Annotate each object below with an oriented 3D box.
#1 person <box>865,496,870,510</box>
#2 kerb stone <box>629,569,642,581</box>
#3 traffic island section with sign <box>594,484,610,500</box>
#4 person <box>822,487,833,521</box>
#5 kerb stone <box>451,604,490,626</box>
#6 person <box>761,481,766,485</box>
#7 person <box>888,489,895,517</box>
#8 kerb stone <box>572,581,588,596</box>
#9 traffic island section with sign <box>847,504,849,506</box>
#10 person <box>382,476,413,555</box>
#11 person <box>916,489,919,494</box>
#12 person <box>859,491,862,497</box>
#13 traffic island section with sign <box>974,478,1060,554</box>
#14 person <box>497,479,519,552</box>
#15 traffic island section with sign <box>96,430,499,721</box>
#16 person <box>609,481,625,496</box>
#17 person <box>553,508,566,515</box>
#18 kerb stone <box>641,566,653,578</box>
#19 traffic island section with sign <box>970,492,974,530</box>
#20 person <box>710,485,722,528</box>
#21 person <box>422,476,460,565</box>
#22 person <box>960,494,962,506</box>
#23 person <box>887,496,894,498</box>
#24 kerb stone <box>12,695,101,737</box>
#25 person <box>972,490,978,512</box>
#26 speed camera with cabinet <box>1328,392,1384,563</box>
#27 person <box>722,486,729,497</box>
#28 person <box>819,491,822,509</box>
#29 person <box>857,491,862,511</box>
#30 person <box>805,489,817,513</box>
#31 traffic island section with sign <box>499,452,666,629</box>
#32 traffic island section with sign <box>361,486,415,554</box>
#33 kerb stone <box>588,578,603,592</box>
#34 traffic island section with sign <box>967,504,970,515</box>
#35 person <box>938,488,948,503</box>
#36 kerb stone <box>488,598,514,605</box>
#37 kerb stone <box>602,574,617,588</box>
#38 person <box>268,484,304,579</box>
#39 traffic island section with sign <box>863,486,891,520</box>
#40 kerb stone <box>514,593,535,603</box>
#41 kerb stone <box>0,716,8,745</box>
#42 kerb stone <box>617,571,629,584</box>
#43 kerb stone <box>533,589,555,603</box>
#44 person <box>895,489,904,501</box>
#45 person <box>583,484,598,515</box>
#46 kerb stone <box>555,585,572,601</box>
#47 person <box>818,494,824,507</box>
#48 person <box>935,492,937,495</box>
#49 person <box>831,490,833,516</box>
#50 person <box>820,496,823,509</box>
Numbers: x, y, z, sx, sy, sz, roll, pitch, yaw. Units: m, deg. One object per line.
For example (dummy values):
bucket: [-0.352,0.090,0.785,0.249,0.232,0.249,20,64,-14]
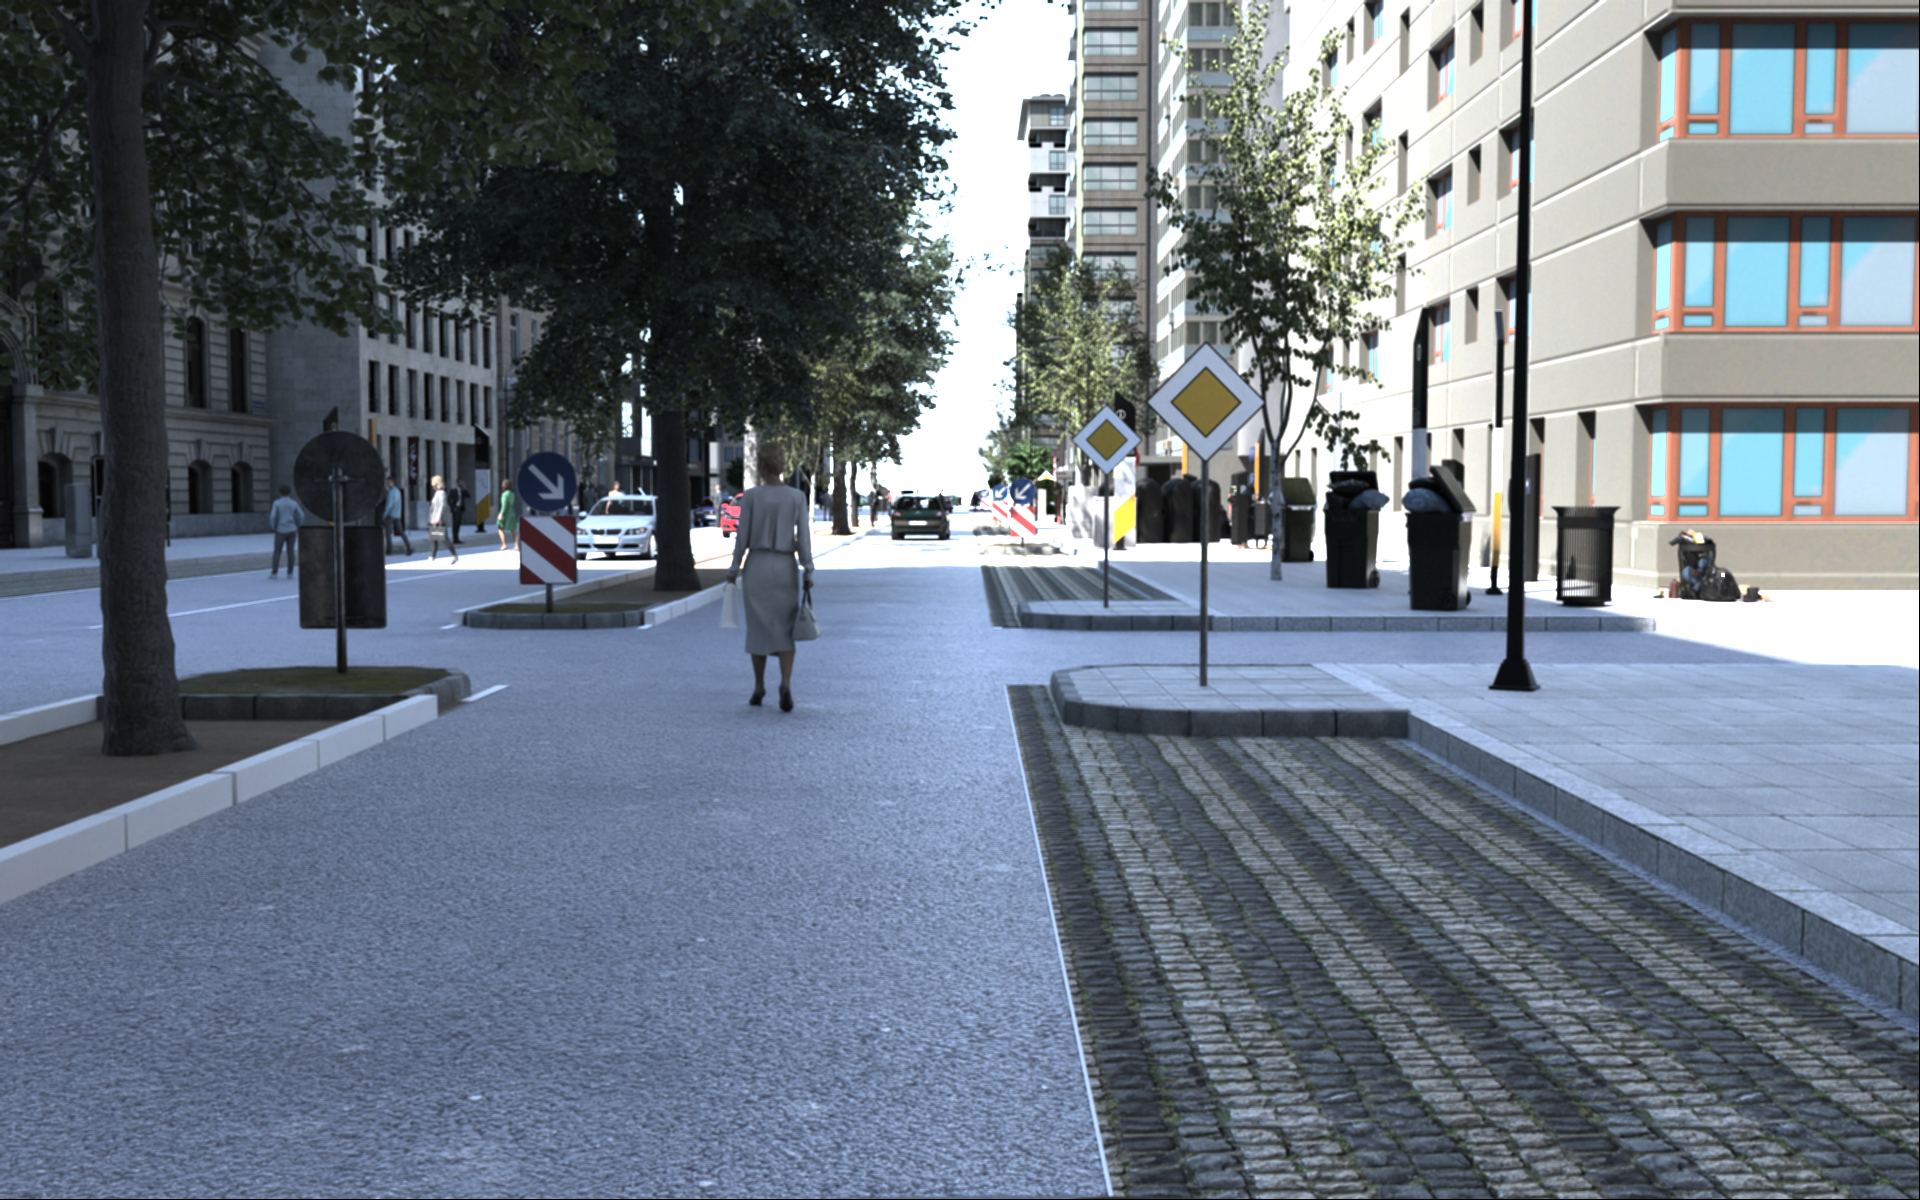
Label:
person: [-7.551,-8.495,148.076,1.217,1.739,0.721,1,4,17]
kerb stone: [-5.446,-0.389,28.583,0.120,0.150,1.000,0,4,0]
traffic island section with sign: [-14.290,-3.687,68.910,1.989,1.847,2.006,0,4,0]
person: [-6.958,-5.025,90.928,0.678,1.792,0.850,1,4,11]
kerb stone: [-5.473,0.174,19.345,0.120,0.150,1.000,0,4,0]
person: [-6.168,-2.837,54.791,0.656,1.842,0.836,-1,4,-10]
person: [-4.299,-6.072,108.489,0.721,1.743,1.217,-1,4,-17]
kerb stone: [-5.466,-0.136,24.480,0.120,0.150,1.000,0,4,0]
traffic island section with sign: [-13.856,-13.394,227.627,1.989,1.847,2.006,0,4,0]
person: [-13.165,-1.956,40.344,0.748,1.841,0.638,1,4,20]
person: [-2.333,-5.362,96.988,1.217,1.723,0.721,1,4,15]
person: [-10.947,-11.207,191.815,1.350,1.814,0.705,1,4,13]
traffic island section with sign: [1.401,-2.062,42.335,1.989,1.847,2.006,0,4,0]
person: [-11.233,-2.098,43.051,0.529,1.795,0.600,0,4,5]
traffic island section with sign: [-4.460,-0.227,11.856,2.006,1.907,1.989,0,4,0]
person: [-10.193,-2.611,51.292,0.616,1.811,0.778,-1,4,-15]
person: [-11.201,-2.453,48.632,0.654,1.822,0.581,1,4,23]
kerb stone: [-5.446,-0.452,29.610,0.120,0.150,1.000,0,4,0]
traffic island section with sign: [1.489,-3.710,69.290,1.989,1.847,2.006,0,4,0]
person: [-10.159,-3.888,72.252,0.590,1.801,0.661,-1,4,-16]
person: [-10.443,-1.601,34.852,0.728,1.800,0.709,-2,4,-26]
person: [0.145,-12.443,215.195,0.557,1.426,1.065,0,4,3]
person: [-9.120,-13.039,221.326,1.348,1.869,0.705,-1,4,-12]
kerb stone: [-5.505,0.711,10.581,0.120,0.150,1.000,0,4,0]
person: [1.137,-7.312,128.970,0.541,1.710,0.530,-1,4,-21]
speed camera with cabinet: [7.526,-2.358,32.892,0.660,3.252,2.038,0,4,-1]
person: [-12.556,-5.162,92.761,0.748,1.841,0.638,3,5,44]
person: [-13.451,-9.760,168.527,0.568,1.767,0.683,0,4,2]
person: [-8.785,-8.583,149.758,0.530,1.710,0.541,-1,4,-17]
person: [-11.706,-7.703,134.472,1.348,1.821,0.705,2,4,27]
traffic island section with sign: [-4.429,-0.681,19.263,2.006,1.907,1.989,0,4,0]
traffic island section with sign: [-14.357,-2.038,41.955,1.989,1.847,2.006,0,4,0]
kerb stone: [-5.461,-0.202,25.502,0.120,0.150,1.000,0,4,0]
traffic island section with sign: [1.625,-6.756,119.086,1.989,1.847,2.006,0,4,0]
person: [-0.965,-5.515,99.122,0.568,1.767,0.683,0,4,1]
kerb stone: [-5.468,0.111,20.376,0.120,0.150,1.000,0,4,0]
kerb stone: [-5.449,-0.263,26.524,0.120,0.150,1.000,0,4,0]
person: [-11.455,-1.169,29.420,0.589,1.601,0.330,-2,4,-30]
traffic island section with sign: [-4.232,-5.276,94.402,2.006,1.907,1.989,0,4,0]
kerb stone: [-5.473,0.049,21.398,0.120,0.150,1.000,0,4,0]
kerb stone: [-5.493,0.776,9.559,0.120,0.150,1.000,0,4,0]
kerb stone: [-5.461,-0.328,27.555,0.120,0.150,1.000,0,4,0]
kerb stone: [-5.463,-0.013,22.430,0.120,0.150,1.000,0,4,0]
person: [-3.772,-6.351,113.124,1.217,1.735,0.721,-3,5,-40]
person: [-14.259,-3.582,67.166,0.694,1.812,0.767,1,4,9]
kerb stone: [-5.463,-0.073,23.458,0.120,0.150,1.000,0,4,0]
person: [-12.259,-8.771,155.168,1.065,1.426,0.557,-1,4,-23]
person: [-3.471,-14.888,252.652,0.721,1.736,1.217,0,4,4]
person: [-8.163,-6.195,110.619,1.217,1.723,0.721,3,5,42]
person: [-13.211,-9.500,167.019,0.628,1.438,0.799,0,4,4]
